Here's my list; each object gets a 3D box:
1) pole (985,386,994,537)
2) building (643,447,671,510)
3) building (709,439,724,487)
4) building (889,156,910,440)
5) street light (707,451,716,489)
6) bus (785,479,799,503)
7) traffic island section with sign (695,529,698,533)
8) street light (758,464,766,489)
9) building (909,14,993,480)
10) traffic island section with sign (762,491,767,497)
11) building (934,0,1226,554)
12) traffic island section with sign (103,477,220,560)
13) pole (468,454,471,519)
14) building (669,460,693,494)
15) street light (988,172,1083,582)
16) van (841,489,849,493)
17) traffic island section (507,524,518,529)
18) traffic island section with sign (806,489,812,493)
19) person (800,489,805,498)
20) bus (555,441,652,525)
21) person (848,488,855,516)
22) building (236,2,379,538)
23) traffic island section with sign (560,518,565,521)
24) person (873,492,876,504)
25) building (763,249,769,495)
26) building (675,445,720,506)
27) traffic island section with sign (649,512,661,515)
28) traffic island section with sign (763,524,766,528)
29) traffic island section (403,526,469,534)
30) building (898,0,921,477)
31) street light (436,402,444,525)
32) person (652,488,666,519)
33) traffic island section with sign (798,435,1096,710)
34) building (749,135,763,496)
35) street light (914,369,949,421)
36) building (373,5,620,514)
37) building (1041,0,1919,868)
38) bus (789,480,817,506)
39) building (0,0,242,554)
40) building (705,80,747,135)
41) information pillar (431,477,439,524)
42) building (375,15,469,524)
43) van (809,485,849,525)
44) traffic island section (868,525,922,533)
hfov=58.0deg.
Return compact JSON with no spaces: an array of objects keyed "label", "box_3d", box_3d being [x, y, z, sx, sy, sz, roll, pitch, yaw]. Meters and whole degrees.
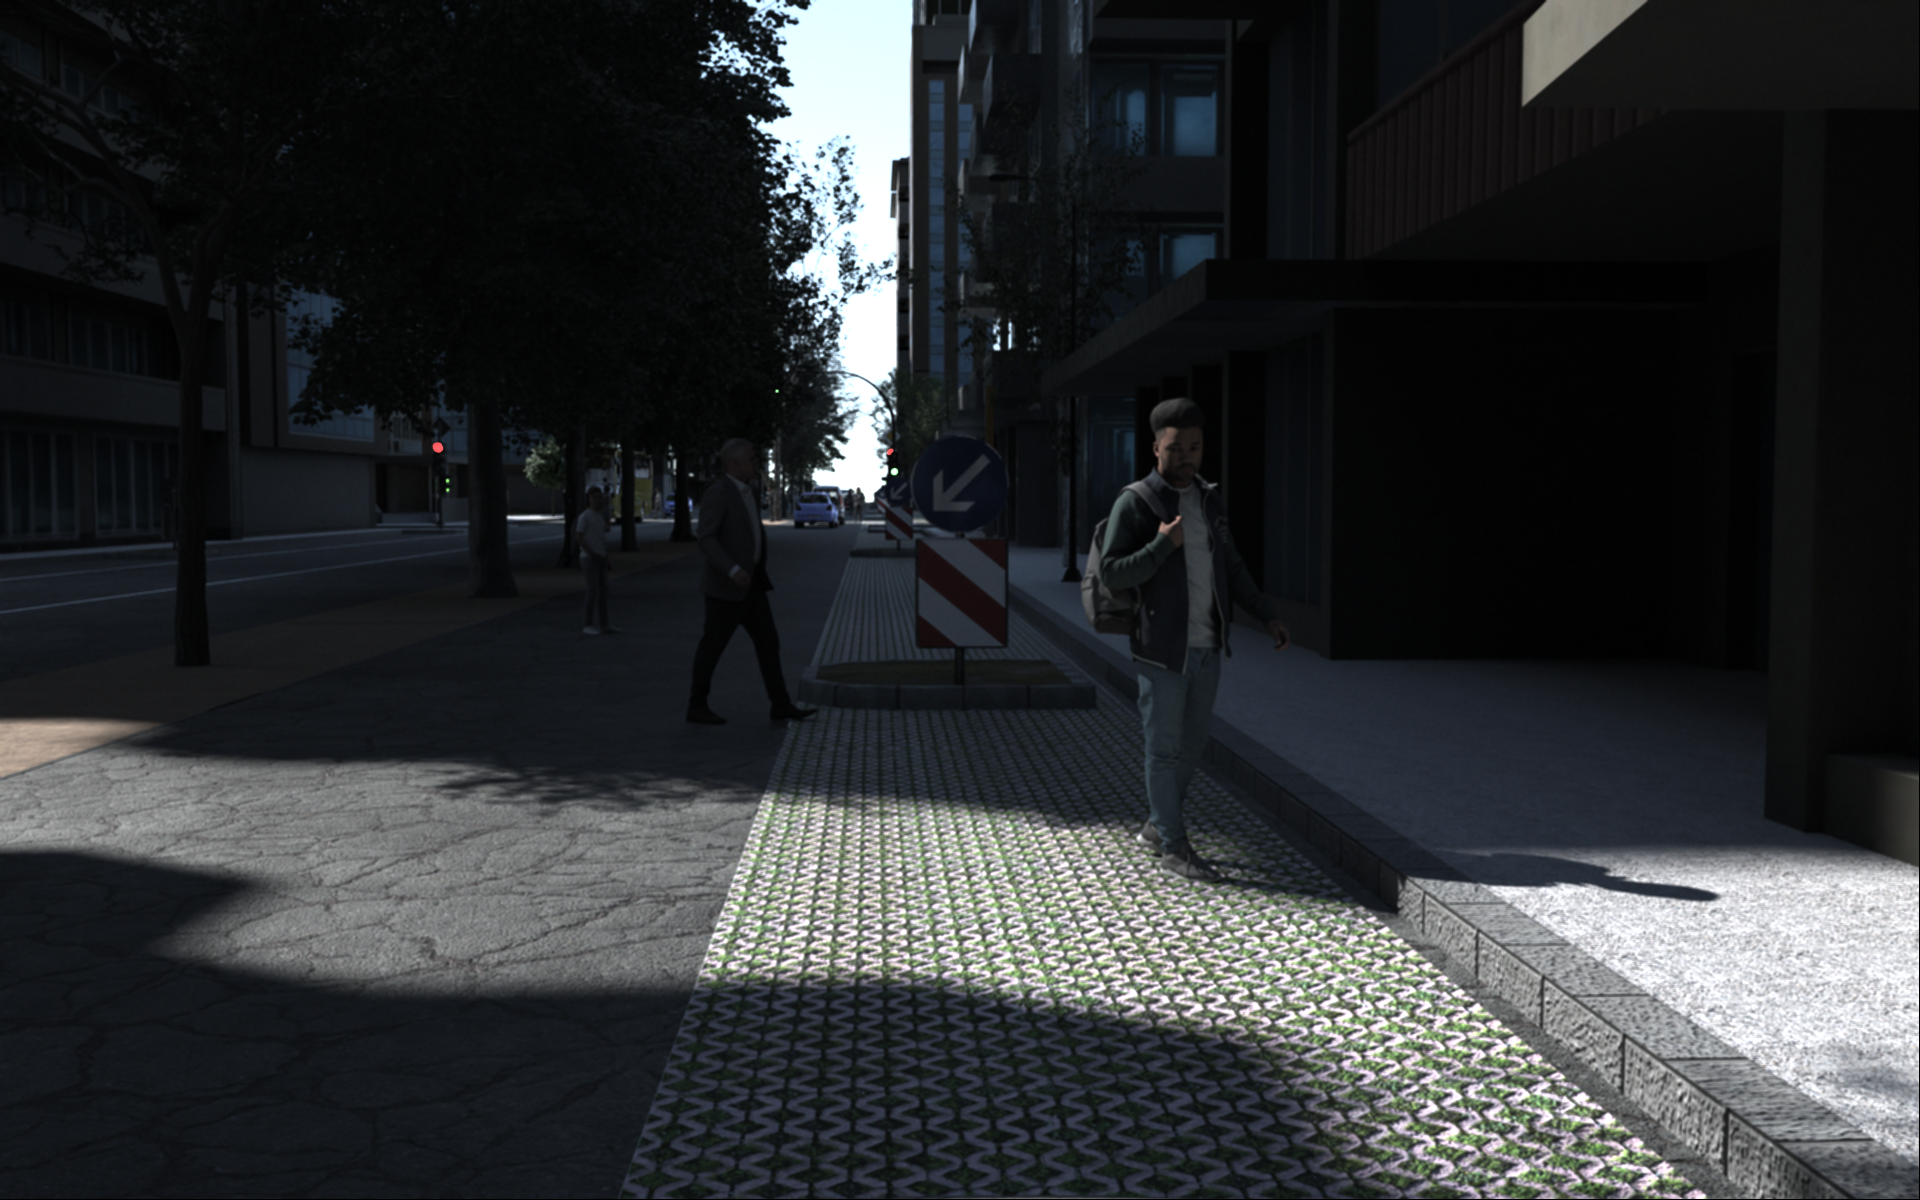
[{"label":"pole","box_3d":[0.563,-2.389,32.904,0.158,3.312,0.155,0,3,0]},{"label":"building","box_3d":[-30.937,-22.350,137.117,14.160,30.474,14.107,0,4,-3]},{"label":"building","box_3d":[-36.633,-26.995,213.072,14.160,30.474,14.107,0,4,-3]},{"label":"building","box_3d":[3.867,-41.375,265.719,28.713,52.752,27.495,0,4,-3]},{"label":"street light","box_3d":[-26.693,-13.089,186.547,1.470,5.913,1.316,0,4,-3]},{"label":"bus","box_3d":[-26.366,-17.557,278.608,2.896,3.916,12.252,0,4,-3]},{"label":"traffic island section with sign","box_3d":[-8.724,-3.435,64.305,2.006,1.907,1.989,0,4,-3]},{"label":"street light","box_3d":[-30.913,-18.212,270.308,1.470,5.913,1.316,0,4,-3]},{"label":"building","box_3d":[2.267,-31.431,164.001,14.600,45.320,14.200,0,4,-3]},{"label":"traffic island section with sign","box_3d":[-28.614,-14.996,253.809,1.989,1.847,2.006,0,4,-3]},{"label":"building","box_3d":[11.433,-26.242,48.658,23.786,49.044,30.456,0,4,-3]},{"label":"traffic island section with sign","box_3d":[-17.825,-1.850,38.883,1.989,1.847,2.006,0,4,-3]},{"label":"pole","box_3d":[-21.193,-4.966,75.042,0.158,3.312,0.155,0,3,0]},{"label":"building","box_3d":[-37.755,-33.086,160.557,23.786,49.044,30.456,0,4,-3]},{"label":"street light","box_3d":[1.111,-3.221,25.200,1.470,5.913,1.316,0,4,-3]},{"label":"van","box_3d":[-10.512,-9.131,156.306,2.013,2.044,4.112,0,4,-3]},{"label":"traffic island section","box_3d":[-19.447,-3.012,71.529,2.009,0.180,2.903,0,4,-3]},{"label":"traffic island section with sign","box_3d":[-12.867,-8.478,146.747,2.006,1.907,1.989,0,4,-3]},{"label":"person","box_3d":[-11.391,-7.150,125.508,0.850,1.850,0.679,-3,5,-41]},{"label":"bus","box_3d":[-17.069,-5.668,84.217,2.896,3.916,12.252,0,4,-2]},{"label":"person","box_3d":[-7.093,-6.402,113.177,0.555,1.821,0.388,3,5,43]},{"label":"building","box_3d":[-28.030,-24.828,56.054,14.200,45.320,14.600,0,4,-3]},{"label":"traffic island section with sign","box_3d":[-20.593,-5.231,94.149,1.989,1.847,2.006,0,4,-3]},{"label":"person","box_3d":[-11.877,-14.197,241.291,0.621,1.740,0.551,-2,4,-30]},{"label":"building","box_3d":[-39.758,-39.339,293.303,14.600,45.320,14.200,0,4,-3]},{"label":"building","box_3d":[-38.348,-32.811,191.076,22.147,44.769,28.867,0,4,-3]},{"label":"traffic island section with sign","box_3d":[-21.948,-6.877,121.070,1.989,1.847,2.006,0,4,-3]},{"label":"traffic island section with sign","box_3d":[-9.087,-3.888,71.703,2.006,1.907,1.989,0,4,-3]},{"label":"traffic island section","box_3d":[-19.046,-2.524,63.554,2.009,0.180,2.903,0,4,-3]},{"label":"building","box_3d":[3.245,-54.676,206.627,22.319,86.520,31.000,0,4,-3]},{"label":"street light","box_3d":[-20.869,-6.035,71.214,1.470,5.913,1.316,0,4,-3]},{"label":"person","box_3d":[-17.010,-5.450,97.887,0.850,1.792,0.678,-2,4,-26]},{"label":"traffic island section with sign","box_3d":[-0.141,-0.228,12.354,1.989,1.847,2.006,0,4,-3]},{"label":"building","box_3d":[-42.385,-44.596,271.149,21.231,58.520,28.212,0,4,-3]},{"label":"street light","box_3d":[-0.995,-5.614,64.326,1.470,5.913,1.316,0,4,-3]},{"label":"building","box_3d":[-29.222,-28.410,114.610,14.600,45.320,14.200,0,4,-3]},{"label":"building","box_3d":[12.585,-21.738,10.046,22.147,44.769,28.867,0,4,-3]},{"label":"bus","box_3d":[-19.232,-13.413,214.164,2.948,3.499,13.247,0,4,-2]},{"label":"building","box_3d":[-30.246,-25.224,36.109,21.300,48.544,21.600,0,4,-3]},{"label":"building","box_3d":[-41.693,-42.872,242.959,21.231,58.520,28.212,0,4,-3]},{"label":"information pillar","box_3d":[-22.473,-4.275,74.386,0.304,2.012,0.304,3,5,39]},{"label":"building","box_3d":[-39.399,-23.798,80.985,32.217,40.220,23.993,0,4,-3]},{"label":"van","box_3d":[-6.280,-4.577,81.846,2.013,2.044,4.112,0,4,-3]},{"label":"traffic island section","box_3d":[-2.425,-2.575,64.381,2.009,0.180,2.903,0,4,-3]}]
